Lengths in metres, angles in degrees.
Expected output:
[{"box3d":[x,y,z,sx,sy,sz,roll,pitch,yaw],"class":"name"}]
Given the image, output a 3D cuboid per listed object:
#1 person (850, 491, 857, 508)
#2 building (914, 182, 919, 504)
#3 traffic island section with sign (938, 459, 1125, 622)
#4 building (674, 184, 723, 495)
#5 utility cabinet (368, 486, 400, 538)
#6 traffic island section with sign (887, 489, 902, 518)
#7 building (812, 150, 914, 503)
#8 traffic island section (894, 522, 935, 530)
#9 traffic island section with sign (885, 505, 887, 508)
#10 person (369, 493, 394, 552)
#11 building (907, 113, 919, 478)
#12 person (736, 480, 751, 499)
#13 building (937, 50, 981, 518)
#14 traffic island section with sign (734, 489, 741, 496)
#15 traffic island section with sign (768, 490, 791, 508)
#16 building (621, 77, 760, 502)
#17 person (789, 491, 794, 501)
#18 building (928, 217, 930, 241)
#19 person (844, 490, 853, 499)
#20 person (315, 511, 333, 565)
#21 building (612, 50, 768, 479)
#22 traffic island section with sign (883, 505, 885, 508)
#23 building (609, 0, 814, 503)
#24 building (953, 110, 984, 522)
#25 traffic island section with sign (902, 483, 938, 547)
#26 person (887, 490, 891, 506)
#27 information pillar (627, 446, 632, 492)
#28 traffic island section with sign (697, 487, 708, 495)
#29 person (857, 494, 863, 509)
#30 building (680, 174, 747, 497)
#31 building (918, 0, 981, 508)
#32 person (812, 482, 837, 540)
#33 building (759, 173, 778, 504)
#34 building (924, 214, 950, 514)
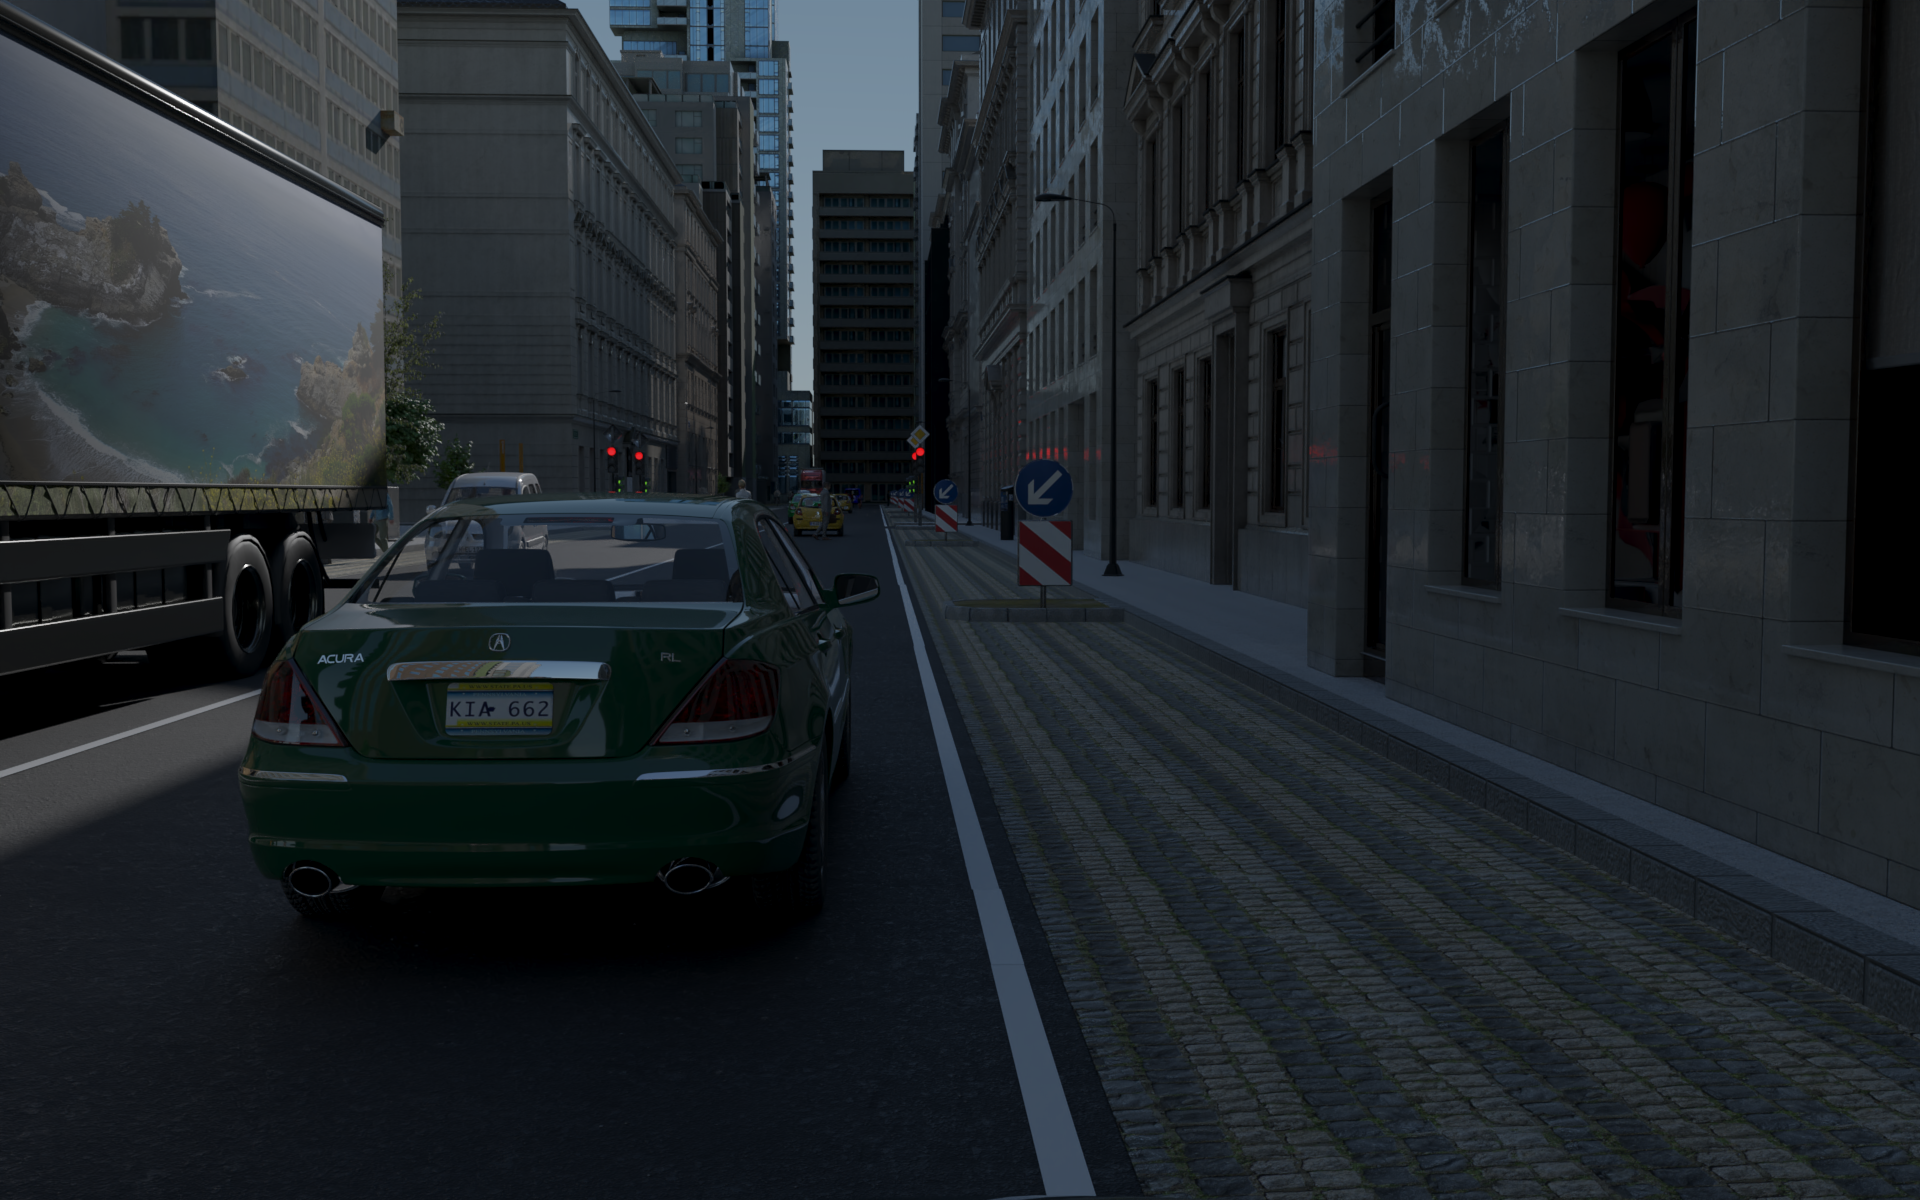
[{"box3d":[-11.121,-10.385,178.820,1.217,1.766,0.721,-1,4,-14],"class":"person"},{"box3d":[1.091,-32.935,222.089,14.154,41.232,14.086,0,4,-3],"class":"building"},{"box3d":[0.802,-0.706,20.170,1.989,1.847,2.006,0,4,-3],"class":"traffic island section with sign"},{"box3d":[-25.411,-20.531,132.937,12.463,27.353,25.104,0,4,-3],"class":"building"},{"box3d":[-16.499,-2.503,49.605,0.318,1.500,1.173,1,4,13],"class":"utility cabinet"},{"box3d":[-3.148,-5.749,102.621,1.989,1.847,2.006,0,4,-3],"class":"traffic island section with sign"},{"box3d":[-10.007,-38.105,246.717,21.600,48.544,21.300,0,4,-3],"class":"building"},{"box3d":[-1.592,-2.923,70.074,2.009,0.180,2.903,0,4,-3],"class":"traffic island section"},{"box3d":[-4.447,-7.406,129.721,1.989,1.847,2.006,0,4,-3],"class":"traffic island section with sign"},{"box3d":[-12.160,-1.688,36.445,0.444,1.785,0.601,-3,5,-42],"class":"person"},{"box3d":[5.900,-35.462,199.404,23.786,49.044,30.456,0,4,-3],"class":"building"},{"box3d":[-5.542,-2.185,44.449,0.478,1.798,0.641,-2,4,-25],"class":"person"},{"box3d":[5.978,-19.209,101.452,14.401,28.519,23.554,0,4,-3],"class":"building"},{"box3d":[-16.467,-7.380,129.283,1.989,1.847,2.006,0,4,-3],"class":"traffic island section with sign"},{"box3d":[-18.855,-10.437,179.264,1.989,1.847,2.006,0,4,-3],"class":"traffic island section with sign"},{"box3d":[-27.952,-29.910,172.631,14.154,41.232,14.086,0,4,-3],"class":"building"},{"box3d":[-18.754,-11.255,193.230,0.721,1.736,1.217,2,4,25],"class":"person"},{"box3d":[4.706,-21.623,140.920,14.401,28.519,23.554,0,4,-3],"class":"building"},{"box3d":[-10.559,-9.308,160.651,1.348,1.831,0.705,1,4,8],"class":"person"},{"box3d":[-12.972,-1.640,35.119,0.447,1.846,0.655,0,4,-3],"class":"person"},{"box3d":[-34.145,-35.157,194.418,23.786,49.044,30.456,0,4,-3],"class":"building"},{"box3d":[-6.839,-10.463,179.689,1.989,1.847,2.006,0,4,-3],"class":"traffic island section with sign"},{"box3d":[-36.572,-57.000,244.613,31.000,86.520,22.319,0,4,-3],"class":"building"},{"box3d":[10.459,-15.181,84.374,21.152,22.565,11.583,0,4,-3],"class":"building"},{"box3d":[-0.520,-2.394,47.764,1.989,1.847,2.006,0,4,-3],"class":"traffic island section with sign"},{"box3d":[-7.630,-10.813,185.312,0.705,1.821,1.348,-1,4,-18],"class":"person"},{"box3d":[-16.292,-5.751,85.386,0.183,3.616,0.504,1,4,11],"class":"information pillar"},{"box3d":[-15.166,-5.728,102.278,1.989,1.847,2.006,0,4,-3],"class":"traffic island section with sign"},{"box3d":[-9.753,-9.670,169.833,0.421,1.427,0.697,-3,4,-38],"class":"person"},{"box3d":[-27.289,-23.682,158.904,14.160,30.474,14.107,0,4,-3],"class":"building"},{"box3d":[6.441,-38.395,169.760,21.231,58.520,28.212,0,4,-3],"class":"building"},{"box3d":[-4.174,-2.773,53.954,0.853,1.813,0.709,-2,4,-25],"class":"person"},{"box3d":[-30.481,-32.884,221.242,14.086,41.232,14.154,0,4,-3],"class":"building"},{"box3d":[3.892,-17.829,121.190,12.332,23.373,15.834,0,4,-3],"class":"building"}]
